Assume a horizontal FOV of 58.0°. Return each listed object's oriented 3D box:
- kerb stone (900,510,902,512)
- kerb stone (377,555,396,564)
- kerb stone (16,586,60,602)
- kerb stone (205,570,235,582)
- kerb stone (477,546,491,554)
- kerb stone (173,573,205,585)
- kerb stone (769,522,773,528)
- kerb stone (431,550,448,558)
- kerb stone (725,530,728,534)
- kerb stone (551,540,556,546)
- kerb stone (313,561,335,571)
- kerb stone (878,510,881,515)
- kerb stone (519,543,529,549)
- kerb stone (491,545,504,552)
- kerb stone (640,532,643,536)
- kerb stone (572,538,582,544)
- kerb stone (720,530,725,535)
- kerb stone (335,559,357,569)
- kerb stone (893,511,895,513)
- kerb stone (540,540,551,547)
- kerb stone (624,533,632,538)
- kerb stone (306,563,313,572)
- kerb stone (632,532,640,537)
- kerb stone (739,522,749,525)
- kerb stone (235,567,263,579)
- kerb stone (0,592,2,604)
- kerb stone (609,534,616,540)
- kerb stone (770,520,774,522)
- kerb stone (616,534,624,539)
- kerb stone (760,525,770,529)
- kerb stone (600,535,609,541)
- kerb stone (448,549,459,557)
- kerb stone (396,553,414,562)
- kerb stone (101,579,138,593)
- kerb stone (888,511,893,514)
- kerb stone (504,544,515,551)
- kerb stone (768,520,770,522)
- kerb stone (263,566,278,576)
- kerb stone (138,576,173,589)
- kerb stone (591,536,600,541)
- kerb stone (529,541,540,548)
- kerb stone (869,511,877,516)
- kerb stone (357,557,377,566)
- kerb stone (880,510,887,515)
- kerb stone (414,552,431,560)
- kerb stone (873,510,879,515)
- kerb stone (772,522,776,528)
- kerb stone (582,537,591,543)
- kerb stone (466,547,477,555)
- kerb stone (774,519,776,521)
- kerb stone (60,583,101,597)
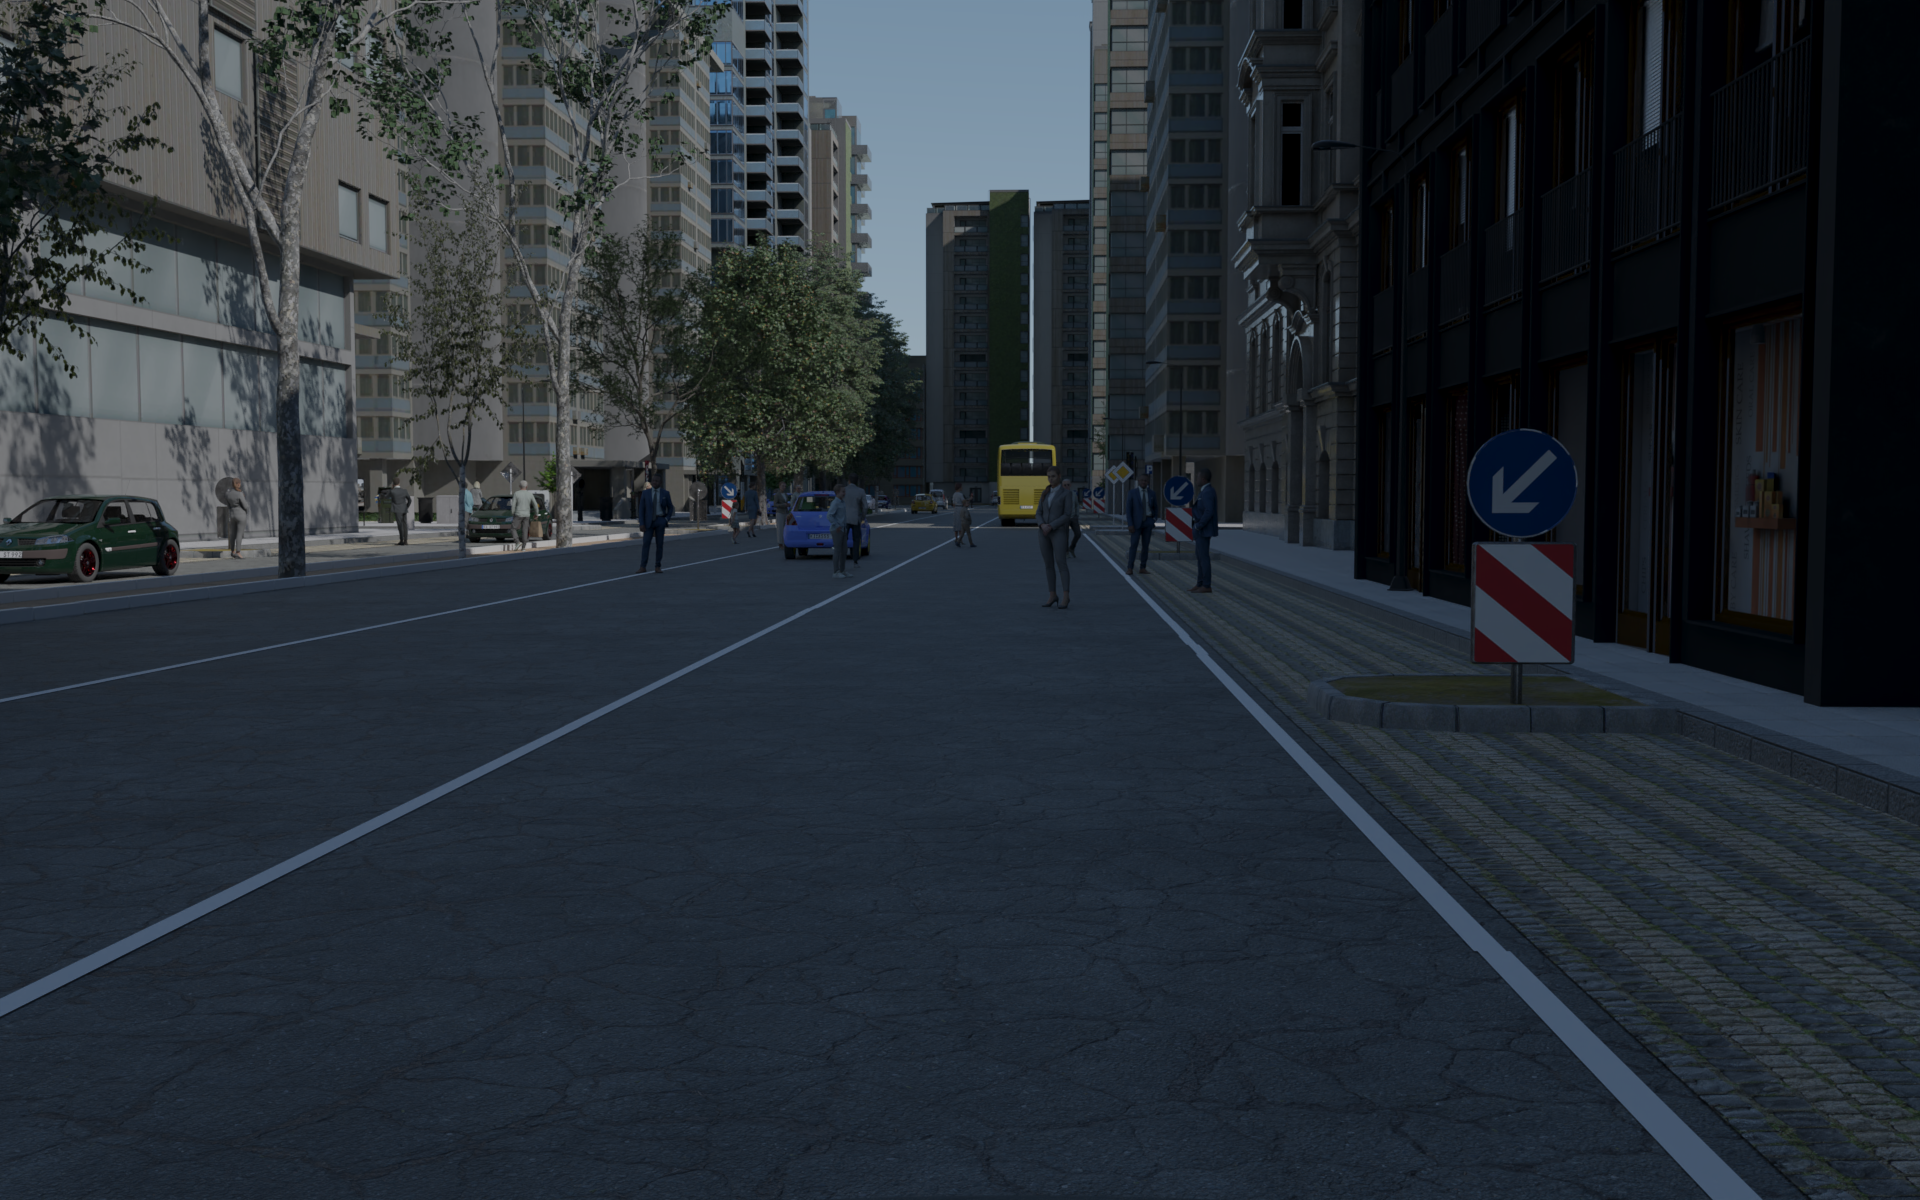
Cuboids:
[{"bbox_3d":[-4.862,-6.917,135.293,0.120,0.150,1.000,0,4,3],"label":"kerb stone"},{"bbox_3d":[-11.881,-0.817,35.562,0.120,0.150,1.000,0,4,3],"label":"kerb stone"},{"bbox_3d":[-12.484,-0.067,23.288,0.120,0.150,1.000,0,4,3],"label":"kerb stone"},{"bbox_3d":[-12.225,-0.380,28.407,0.120,0.150,1.000,0,4,3],"label":"kerb stone"},{"bbox_3d":[-11.578,-1.193,41.707,0.120,0.150,1.000,0,4,3],"label":"kerb stone"},{"bbox_3d":[-12.280,-0.317,27.386,0.120,0.150,1.000,0,4,3],"label":"kerb stone"},{"bbox_3d":[-7.991,-3.035,71.840,0.120,0.150,1.000,0,4,3],"label":"kerb stone"},{"bbox_3d":[-11.719,-1.003,38.641,0.120,0.150,1.000,0,4,3],"label":"kerb stone"},{"bbox_3d":[-8.467,-2.441,62.111,0.120,0.150,1.000,0,4,3],"label":"kerb stone"},{"bbox_3d":[-11.265,-1.568,47.844,0.120,0.150,1.000,0,4,3],"label":"kerb stone"},{"bbox_3d":[-12.037,-0.630,32.492,0.120,0.150,1.000,0,4,3],"label":"kerb stone"},{"bbox_3d":[-5.670,-5.916,118.915,0.120,0.150,1.000,0,4,3],"label":"kerb stone"},{"bbox_3d":[-11.424,-1.381,44.781,0.120,0.150,1.000,0,4,3],"label":"kerb stone"},{"bbox_3d":[-11.532,-1.256,42.732,0.120,0.150,1.000,0,4,3],"label":"kerb stone"},{"bbox_3d":[-10.759,-2.195,58.087,0.120,0.150,1.000,0,4,3],"label":"kerb stone"},{"bbox_3d":[-11.170,-1.693,49.904,0.120,0.150,1.000,0,4,3],"label":"kerb stone"},{"bbox_3d":[-8.520,-2.378,61.082,0.120,0.150,1.000,0,4,3],"label":"kerb stone"},{"bbox_3d":[-11.976,-0.692,33.512,0.120,0.150,1.000,0,4,3],"label":"kerb stone"},{"bbox_3d":[-5.174,-6.541,129.147,0.120,0.150,1.000,0,4,3],"label":"kerb stone"},{"bbox_3d":[-11.327,-1.506,46.824,0.120,0.150,1.000,0,4,3],"label":"kerb stone"},{"bbox_3d":[-10.867,-2.069,56.040,0.120,0.150,1.000,0,4,3],"label":"kerb stone"},{"bbox_3d":[-12.083,-0.567,31.471,0.120,0.150,1.000,0,4,3],"label":"kerb stone"},{"bbox_3d":[-10.819,-2.131,57.067,0.120,0.150,1.000,0,4,3],"label":"kerb stone"},{"bbox_3d":[-9.780,-3.416,78.094,0.120,0.150,1.000,0,4,3],"label":"kerb stone"},{"bbox_3d":[-12.176,-0.442,29.429,0.120,0.150,1.000,0,4,3],"label":"kerb stone"},{"bbox_3d":[-12.529,-0.004,22.267,0.120,0.150,1.000,0,4,3],"label":"kerb stone"},{"bbox_3d":[-10.978,-1.945,53.999,0.120,0.150,1.000,0,4,3],"label":"kerb stone"},{"bbox_3d":[-9.438,-3.857,85.257,0.120,0.150,1.000,0,4,3],"label":"kerb stone"},{"bbox_3d":[-10.925,-2.008,55.019,0.120,0.150,1.000,0,4,3],"label":"kerb stone"},{"bbox_3d":[-8.031,-2.974,70.819,0.120,0.150,1.000,0,4,3],"label":"kerb stone"},{"bbox_3d":[-11.015,-1.883,52.977,0.120,0.150,1.000,0,4,3],"label":"kerb stone"},{"bbox_3d":[-11.676,-1.068,39.665,0.120,0.150,1.000,0,4,3],"label":"kerb stone"},{"bbox_3d":[-11.828,-0.880,36.583,0.120,0.150,1.000,0,4,3],"label":"kerb stone"},{"bbox_3d":[-12.383,-0.192,25.341,0.120,0.150,1.000,0,4,3],"label":"kerb stone"},{"bbox_3d":[-5.224,-6.479,128.126,0.120,0.150,1.000,0,4,3],"label":"kerb stone"},{"bbox_3d":[-11.475,-1.318,43.753,0.120,0.150,1.000,0,4,3],"label":"kerb stone"},{"bbox_3d":[-9.481,-3.792,84.235,0.120,0.150,1.000,0,4,3],"label":"kerb stone"},{"bbox_3d":[-12.131,-0.505,30.450,0.120,0.150,1.000,0,4,3],"label":"kerb stone"},{"bbox_3d":[-12.331,-0.255,26.365,0.120,0.150,1.000,0,4,3],"label":"kerb stone"},{"bbox_3d":[-11.072,-1.820,51.946,0.120,0.150,1.000,0,4,3],"label":"kerb stone"},{"bbox_3d":[-11.370,-1.437,45.802,0.120,0.150,1.000,0,4,3],"label":"kerb stone"},{"bbox_3d":[-5.826,-5.728,115.849,0.120,0.150,1.000,0,4,3],"label":"kerb stone"},{"bbox_3d":[-11.933,-0.753,34.541,0.120,0.150,1.000,0,4,3],"label":"kerb stone"},{"bbox_3d":[-5.473,-6.163,123.005,0.120,0.150,1.000,0,4,3],"label":"kerb stone"},{"bbox_3d":[-11.785,-0.943,37.611,0.120,0.150,1.000,0,4,3],"label":"kerb stone"},{"bbox_3d":[-5.775,-5.791,116.870,0.120,0.150,1.000,0,4,3],"label":"kerb stone"},{"bbox_3d":[-7.940,-3.098,72.864,0.120,0.150,1.000,0,4,3],"label":"kerb stone"},{"bbox_3d":[-11.118,-1.757,50.925,0.120,0.150,1.000,0,4,3],"label":"kerb stone"},{"bbox_3d":[-11.630,-1.131,40.686,0.120,0.150,1.000,0,4,3],"label":"kerb stone"},{"bbox_3d":[-9.379,-3.919,86.277,0.120,0.150,1.000,0,4,3],"label":"kerb stone"},{"bbox_3d":[-12.423,-0.130,24.318,0.120,0.150,1.000,0,4,3],"label":"kerb stone"}]
